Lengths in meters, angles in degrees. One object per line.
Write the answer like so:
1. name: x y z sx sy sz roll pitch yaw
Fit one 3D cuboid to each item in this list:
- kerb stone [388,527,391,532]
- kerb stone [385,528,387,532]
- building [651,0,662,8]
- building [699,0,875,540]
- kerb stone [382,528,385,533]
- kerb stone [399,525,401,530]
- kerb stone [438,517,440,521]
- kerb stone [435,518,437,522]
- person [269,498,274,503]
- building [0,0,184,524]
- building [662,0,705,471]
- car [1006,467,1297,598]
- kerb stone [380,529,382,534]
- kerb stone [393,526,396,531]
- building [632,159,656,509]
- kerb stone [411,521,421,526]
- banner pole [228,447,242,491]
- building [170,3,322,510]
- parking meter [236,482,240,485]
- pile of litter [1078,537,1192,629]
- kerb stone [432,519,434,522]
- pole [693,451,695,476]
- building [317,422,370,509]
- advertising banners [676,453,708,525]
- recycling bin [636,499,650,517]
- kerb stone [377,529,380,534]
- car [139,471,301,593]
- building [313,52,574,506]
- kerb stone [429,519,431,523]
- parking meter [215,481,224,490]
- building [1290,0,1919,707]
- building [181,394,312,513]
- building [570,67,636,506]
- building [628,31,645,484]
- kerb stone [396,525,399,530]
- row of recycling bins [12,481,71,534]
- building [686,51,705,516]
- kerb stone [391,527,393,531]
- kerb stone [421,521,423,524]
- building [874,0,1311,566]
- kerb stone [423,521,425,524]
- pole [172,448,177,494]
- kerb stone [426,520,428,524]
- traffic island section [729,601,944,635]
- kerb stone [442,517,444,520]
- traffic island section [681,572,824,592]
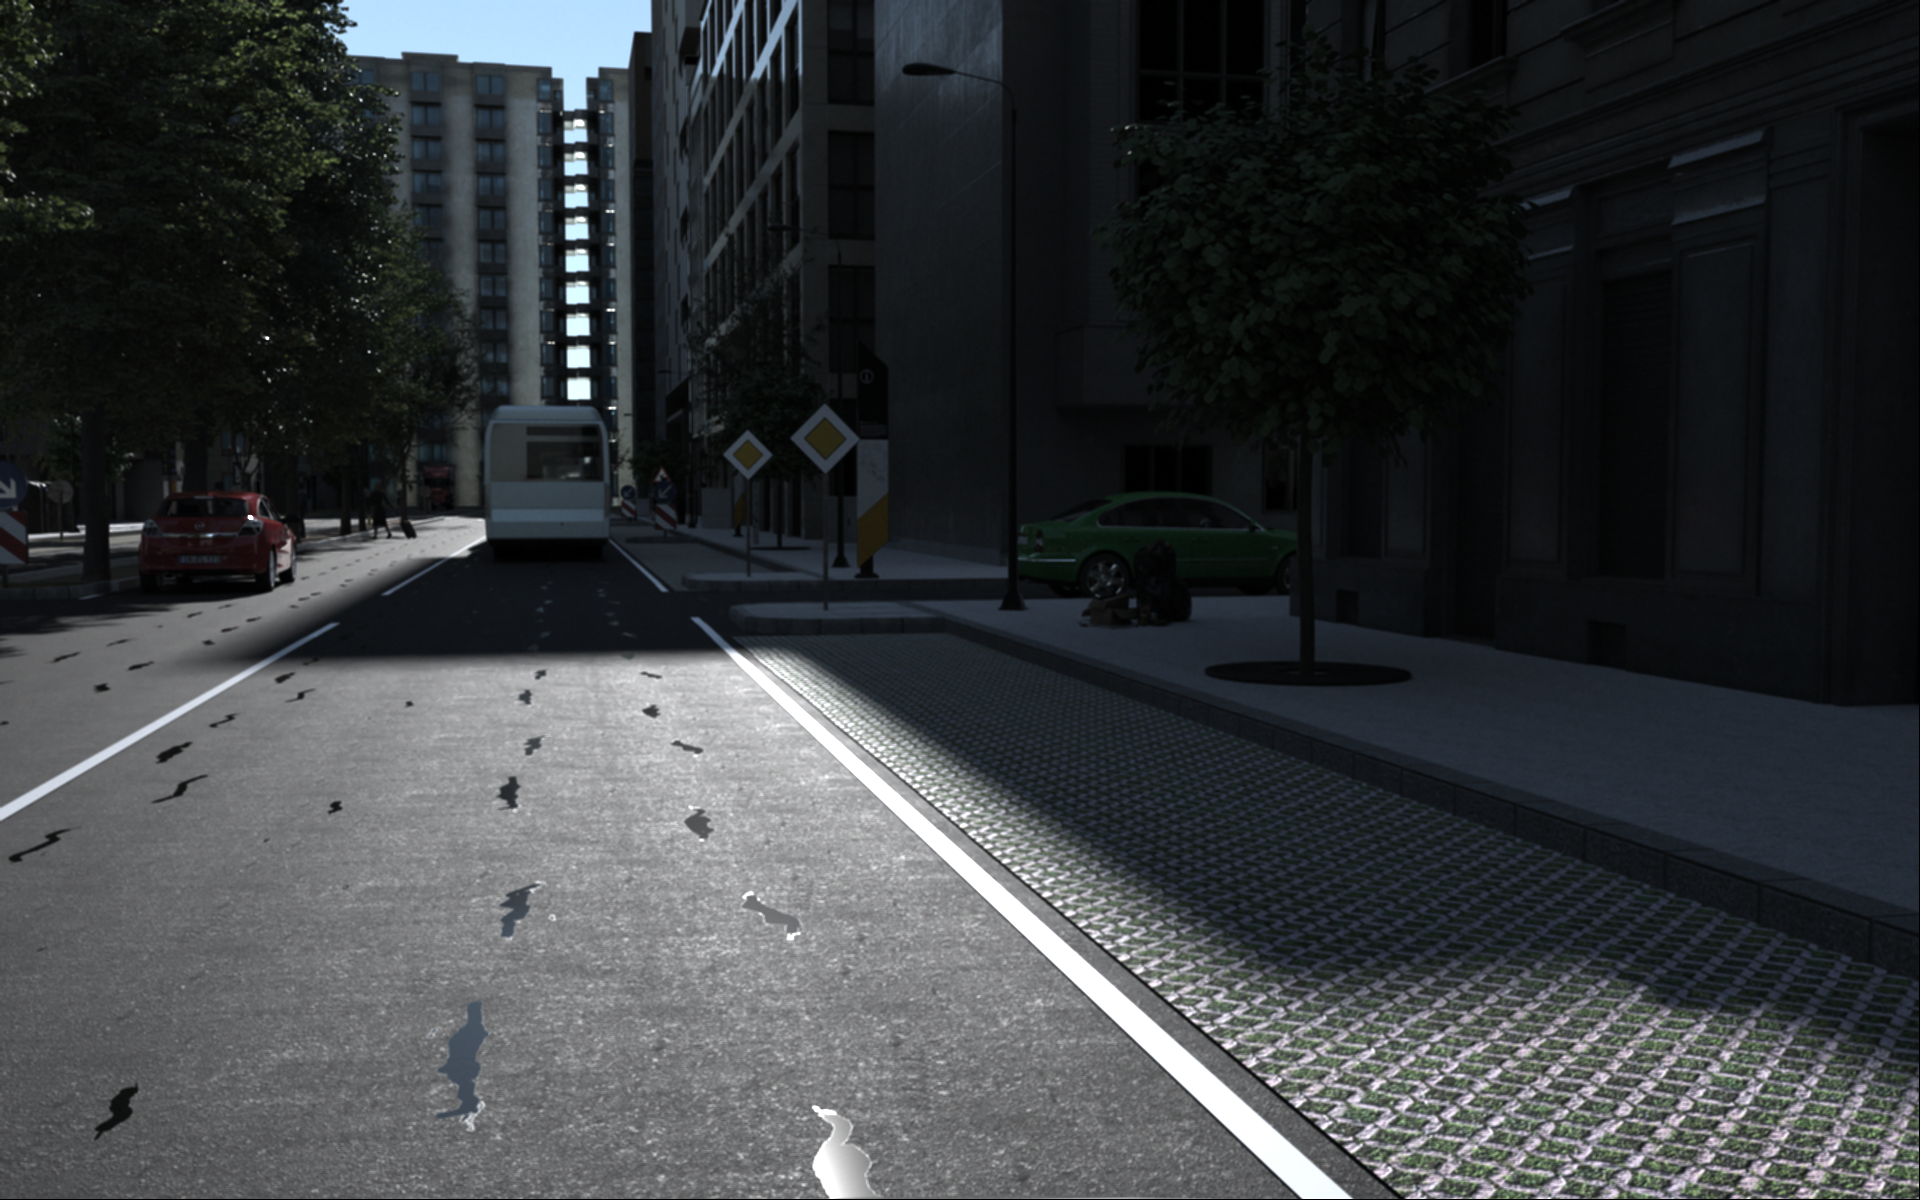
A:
1. kerb stone: -21.516 -2.608 64.830 0.120 0.150 1.000 -1 4 -13
2. kerb stone: -21.294 -2.547 63.832 0.120 0.150 1.000 -1 4 -13
3. building: -17.308 -29.936 139.561 14.600 45.320 14.200 -1 4 -13
4. building: 1.181 -16.018 66.409 19.350 26.468 34.151 -1 4 -13
5. kerb stone: -21.052 -2.481 62.839 0.120 0.150 1.000 -1 4 -13
6. kerb stone: -22.438 -2.852 68.829 0.120 0.150 1.000 -1 4 -13
7. kerb stone: -27.523 -4.197 90.821 0.120 0.150 1.000 -1 4 -13
8. kerb stone: -27.064 -4.074 88.826 0.120 0.150 1.000 -1 4 -13
9. person: -28.319 -3.558 71.336 0.373 1.253 0.362 -1 4 -21
10. building: -42.954 -18.558 75.130 14.160 30.474 14.107 -1 4 -13
11. building: -6.307 -32.494 120.512 28.713 52.752 27.495 -1 4 -13
12. car: 3.006 -0.900 23.509 4.718 1.807 1.959 -1 4 -13
13. kerb stone: -20.823 -2.422 61.835 0.120 0.150 1.000 -1 4 -13
14. kerb stone: -21.979 -2.730 66.829 0.120 0.150 1.000 -1 4 -13
15. building: -21.865 -23.349 153.463 14.160 30.474 14.107 -1 4 -13
16. kerb stone: -24.753 -3.464 78.835 0.120 0.150 1.000 -1 4 -13
17. banner pole: -38.682 -6.259 92.359 0.863 3.779 0.401 -1 4 -21
18. building: -56.028 -29.261 128.522 14.600 45.320 14.200 -1 4 -13
19. parking meter: -35.506 -4.874 85.401 0.255 1.863 0.399 0 4 -5
20. pile of litter: 1.700 -0.204 17.300 1.176 0.858 1.719 3 5 41
21. kerb stone: -26.596 -3.952 86.816 0.120 0.150 1.000 -1 4 -13
22. pole: -12.693 -5.410 82.296 0.158 3.312 0.155 0 3 0
23. building: -69.990 -51.316 151.683 31.000 86.520 22.319 -1 4 -13
24. advertising banners: -11.360 -4.734 73.592 0.090 3.025 2.074 2 4 32
25. recycling bin: -17.921 -5.220 97.902 0.722 1.027 0.722 -1 4 -17
26. kerb stone: -20.586 -2.363 60.832 0.120 0.150 1.000 -1 4 -13
27. car: -11.342 -1.077 26.646 2.155 1.783 4.494 -1 4 -15
28. building: -57.937 -34.953 191.086 30.456 49.044 23.786 -1 4 -13
29. kerb stone: -26.134 -3.824 84.824 0.120 0.150 1.000 -1 4 -13
30. parking meter: -34.373 -4.569 80.410 0.399 1.863 0.255 2 4 29
31. building: 10.053 -9.840 10.040 9.793 20.994 18.267 -1 4 -13
32. building: -56.934 -16.020 106.965 27.650 21.520 28.899 -1 4 -13
33. building: -28.003 -35.303 196.808 30.456 49.044 23.786 -1 4 -13
34. building: -24.513 -31.633 167.318 14.600 45.320 14.200 -1 4 -13
35. kerb stone: -22.197 -2.791 67.828 0.120 0.150 1.000 -1 4 -13
36. row of recycling bins: -30.231 -3.049 56.970 1.069 1.692 3.534 -1 4 -9
37. building: -7.644 -16.768 92.172 12.078 24.808 19.932 -1 4 -13
38. kerb stone: -21.748 -2.669 65.833 0.120 0.150 1.000 -1 4 -13
39. kerb stone: -24.984 -3.522 79.831 0.120 0.150 1.000 -1 4 -13
40. building: 14.025 -13.422 38.522 30.058 24.678 14.314 -1 4 -13
41. kerb stone: -25.208 -3.586 80.829 0.120 0.150 1.000 -1 4 -13
42. pole: -35.003 -5.094 77.130 0.158 3.312 0.155 0 3 0
43. kerb stone: -25.668 -3.708 82.824 0.120 0.150 1.000 -1 4 -13
44. traffic island section: -1.461 0.193 19.129 2.009 0.180 2.903 -1 4 -13
45. kerb stone: -28.212 -4.381 93.822 0.120 0.150 1.000 -1 4 -13
46. traffic island section: -3.260 -0.283 26.909 2.009 0.180 2.903 -1 4 -13
